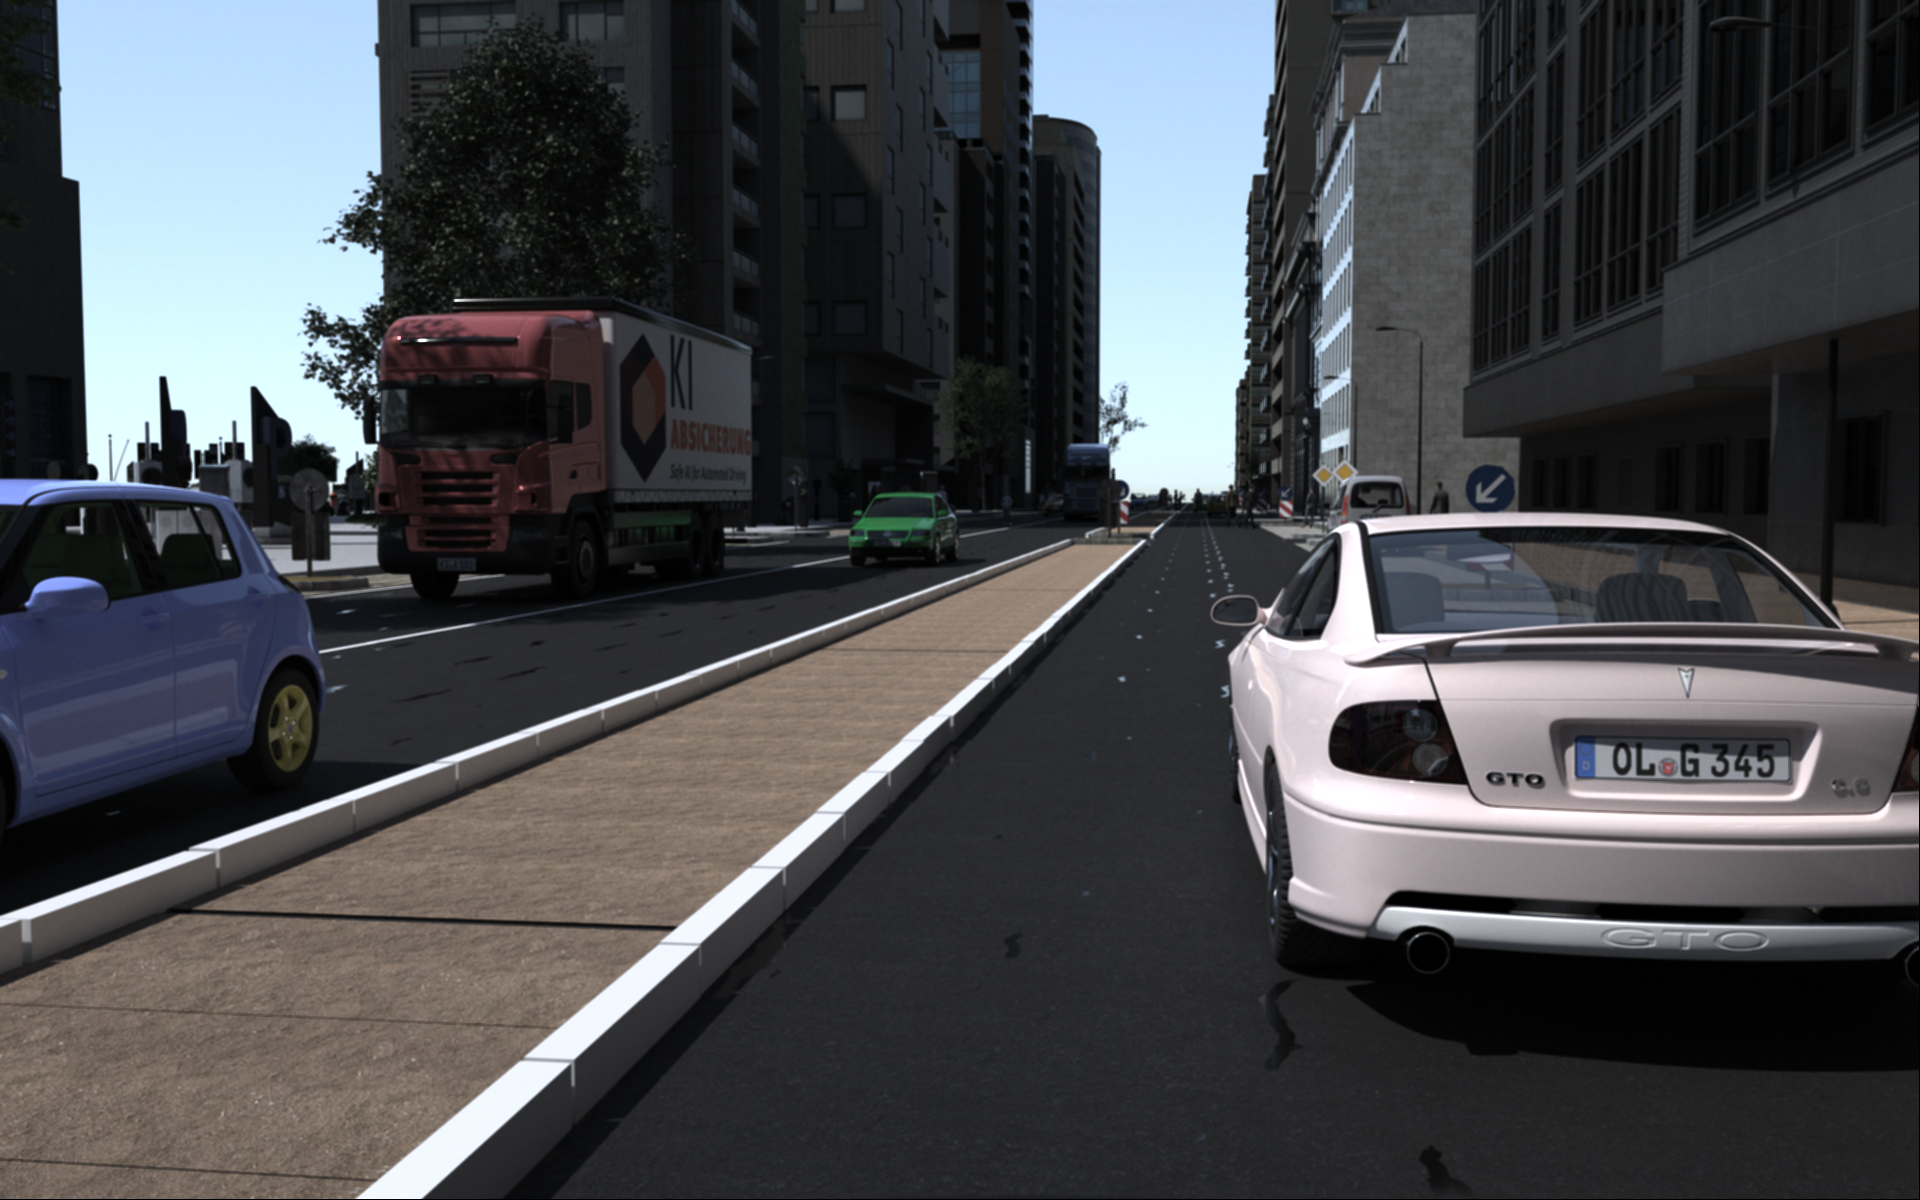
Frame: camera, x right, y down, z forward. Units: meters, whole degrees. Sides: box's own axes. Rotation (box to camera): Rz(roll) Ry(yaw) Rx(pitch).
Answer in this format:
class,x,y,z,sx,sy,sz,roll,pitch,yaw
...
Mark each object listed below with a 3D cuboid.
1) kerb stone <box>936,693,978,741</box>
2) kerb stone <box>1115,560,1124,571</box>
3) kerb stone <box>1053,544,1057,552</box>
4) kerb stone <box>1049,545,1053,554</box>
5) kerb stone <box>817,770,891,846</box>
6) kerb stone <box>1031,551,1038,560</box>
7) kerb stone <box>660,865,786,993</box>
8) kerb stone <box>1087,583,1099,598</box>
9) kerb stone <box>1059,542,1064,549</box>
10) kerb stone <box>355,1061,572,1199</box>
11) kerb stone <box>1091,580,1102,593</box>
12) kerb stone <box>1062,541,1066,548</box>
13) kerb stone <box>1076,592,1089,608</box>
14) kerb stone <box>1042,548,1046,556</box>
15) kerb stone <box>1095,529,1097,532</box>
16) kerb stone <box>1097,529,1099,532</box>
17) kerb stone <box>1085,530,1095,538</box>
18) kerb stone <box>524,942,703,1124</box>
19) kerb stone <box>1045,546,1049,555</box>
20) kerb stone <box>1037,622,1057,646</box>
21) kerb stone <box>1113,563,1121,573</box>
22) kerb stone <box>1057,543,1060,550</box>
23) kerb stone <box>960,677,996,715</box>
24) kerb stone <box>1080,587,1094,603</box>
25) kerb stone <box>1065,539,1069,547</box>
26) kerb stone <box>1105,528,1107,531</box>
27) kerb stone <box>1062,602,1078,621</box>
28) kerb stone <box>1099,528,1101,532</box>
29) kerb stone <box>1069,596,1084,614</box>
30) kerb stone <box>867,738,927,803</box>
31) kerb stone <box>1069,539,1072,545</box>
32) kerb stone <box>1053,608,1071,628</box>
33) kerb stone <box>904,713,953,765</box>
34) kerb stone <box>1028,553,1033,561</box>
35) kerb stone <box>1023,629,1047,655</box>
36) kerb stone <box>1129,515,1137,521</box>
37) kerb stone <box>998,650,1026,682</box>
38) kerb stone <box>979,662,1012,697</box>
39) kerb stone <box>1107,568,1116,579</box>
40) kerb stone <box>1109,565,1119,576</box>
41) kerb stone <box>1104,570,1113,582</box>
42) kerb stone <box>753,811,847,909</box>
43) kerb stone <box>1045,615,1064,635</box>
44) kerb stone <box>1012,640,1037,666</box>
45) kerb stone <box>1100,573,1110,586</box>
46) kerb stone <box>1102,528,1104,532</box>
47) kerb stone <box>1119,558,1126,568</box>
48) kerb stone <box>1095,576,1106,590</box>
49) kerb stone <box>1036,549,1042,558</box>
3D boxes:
class,x,y,z,sx,sy,sz,roll,pitch,yaw
kerb stone,-0.029,0.713,10.531,0.120,0.150,1.000,0,4,8
kerb stone,2.890,-0.592,31.876,0.120,0.150,1.000,0,4,8
kerb stone,2.215,-1.233,42.349,0.120,0.150,1.000,0,4,8
kerb stone,2.065,-1.167,41.329,0.120,0.150,1.000,0,4,8
kerb stone,-0.457,0.899,7.491,0.120,0.150,1.000,0,4,8
kerb stone,1.510,-0.919,37.254,0.120,0.150,1.000,0,4,8
kerb stone,-0.732,1.024,5.448,0.120,0.150,1.000,0,4,8
kerb stone,1.778,-0.094,23.734,0.120,0.150,1.000,0,4,8
kerb stone,2.492,-1.355,44.384,0.120,0.150,1.000,0,4,8
kerb stone,-1.003,1.148,3.421,0.120,0.150,1.000,0,4,8
kerb stone,1.912,-0.152,24.764,0.120,0.150,1.000,0,4,8
kerb stone,2.628,-1.415,45.398,0.120,0.150,1.000,0,4,8
kerb stone,1.497,0.030,21.708,0.120,0.150,1.000,0,4,8
kerb stone,1.788,-1.046,39.303,0.120,0.150,1.000,0,4,8
kerb stone,4.514,-2.260,59.151,0.120,0.150,1.000,0,4,8
kerb stone,4.657,-2.323,60.180,0.120,0.150,1.000,0,4,8
kerb stone,4.371,-2.198,58.130,0.120,0.150,1.000,0,4,8
kerb stone,-0.866,1.086,4.434,0.120,0.150,1.000,0,4,8
kerb stone,1.922,-1.108,40.317,0.120,0.150,1.000,0,4,8
kerb stone,0.806,0.347,16.629,0.120,0.150,1.000,0,4,8
kerb stone,2.746,-0.524,30.856,0.120,0.150,1.000,0,4,8
kerb stone,2.343,-1.295,43.373,0.120,0.150,1.000,0,4,8
kerb stone,0.102,0.656,11.545,0.120,0.150,1.000,0,4,8
kerb stone,1.630,-0.032,22.722,0.120,0.150,1.000,0,4,8
kerb stone,2.765,-1.481,46.411,0.120,0.150,1.000,0,4,8
kerb stone,5.345,-2.631,65.266,0.120,0.150,1.000,0,4,8
kerb stone,1.220,0.155,19.678,0.120,0.150,1.000,0,4,8
kerb stone,4.789,-2.385,61.194,0.120,0.150,1.000,0,4,8
kerb stone,1.359,0.092,20.692,0.120,0.150,1.000,0,4,8
kerb stone,-0.313,0.837,8.504,0.120,0.150,1.000,0,4,8
kerb stone,2.901,-1.543,47.426,0.120,0.150,1.000,0,4,8
kerb stone,1.074,0.217,18.666,0.120,0.150,1.000,0,4,8
kerb stone,-0.183,0.775,9.520,0.120,0.150,1.000,0,4,8
kerb stone,1.363,-0.859,36.242,0.120,0.150,1.000,0,4,8
kerb stone,0.657,0.403,15.605,0.120,0.150,1.000,0,4,8
kerb stone,9.653,-4.559,96.732,0.120,0.150,1.000,0,4,8
kerb stone,0.390,0.530,13.577,0.120,0.150,1.000,0,4,8
kerb stone,0.245,0.589,12.560,0.120,0.150,1.000,0,4,8
kerb stone,2.471,-0.400,28.817,0.120,0.150,1.000,0,4,8
kerb stone,2.617,-0.467,29.828,0.120,0.150,1.000,0,4,8
kerb stone,2.328,-0.343,27.804,0.120,0.150,1.000,0,4,8
kerb stone,-0.592,0.962,6.461,0.120,0.150,1.000,0,4,8
kerb stone,0.935,0.285,17.645,0.120,0.150,1.000,0,4,8
kerb stone,0.519,0.472,14.593,0.120,0.150,1.000,0,4,8
kerb stone,2.192,-0.281,26.790,0.120,0.150,1.000,0,4,8
kerb stone,5.067,-2.509,63.225,0.120,0.150,1.000,0,4,8
kerb stone,3.026,-0.654,32.889,0.120,0.150,1.000,0,4,8
kerb stone,2.053,-0.219,25.776,0.120,0.150,1.000,0,4,8
kerb stone,1.647,-0.983,38.274,0.120,0.150,1.000,0,4,8
